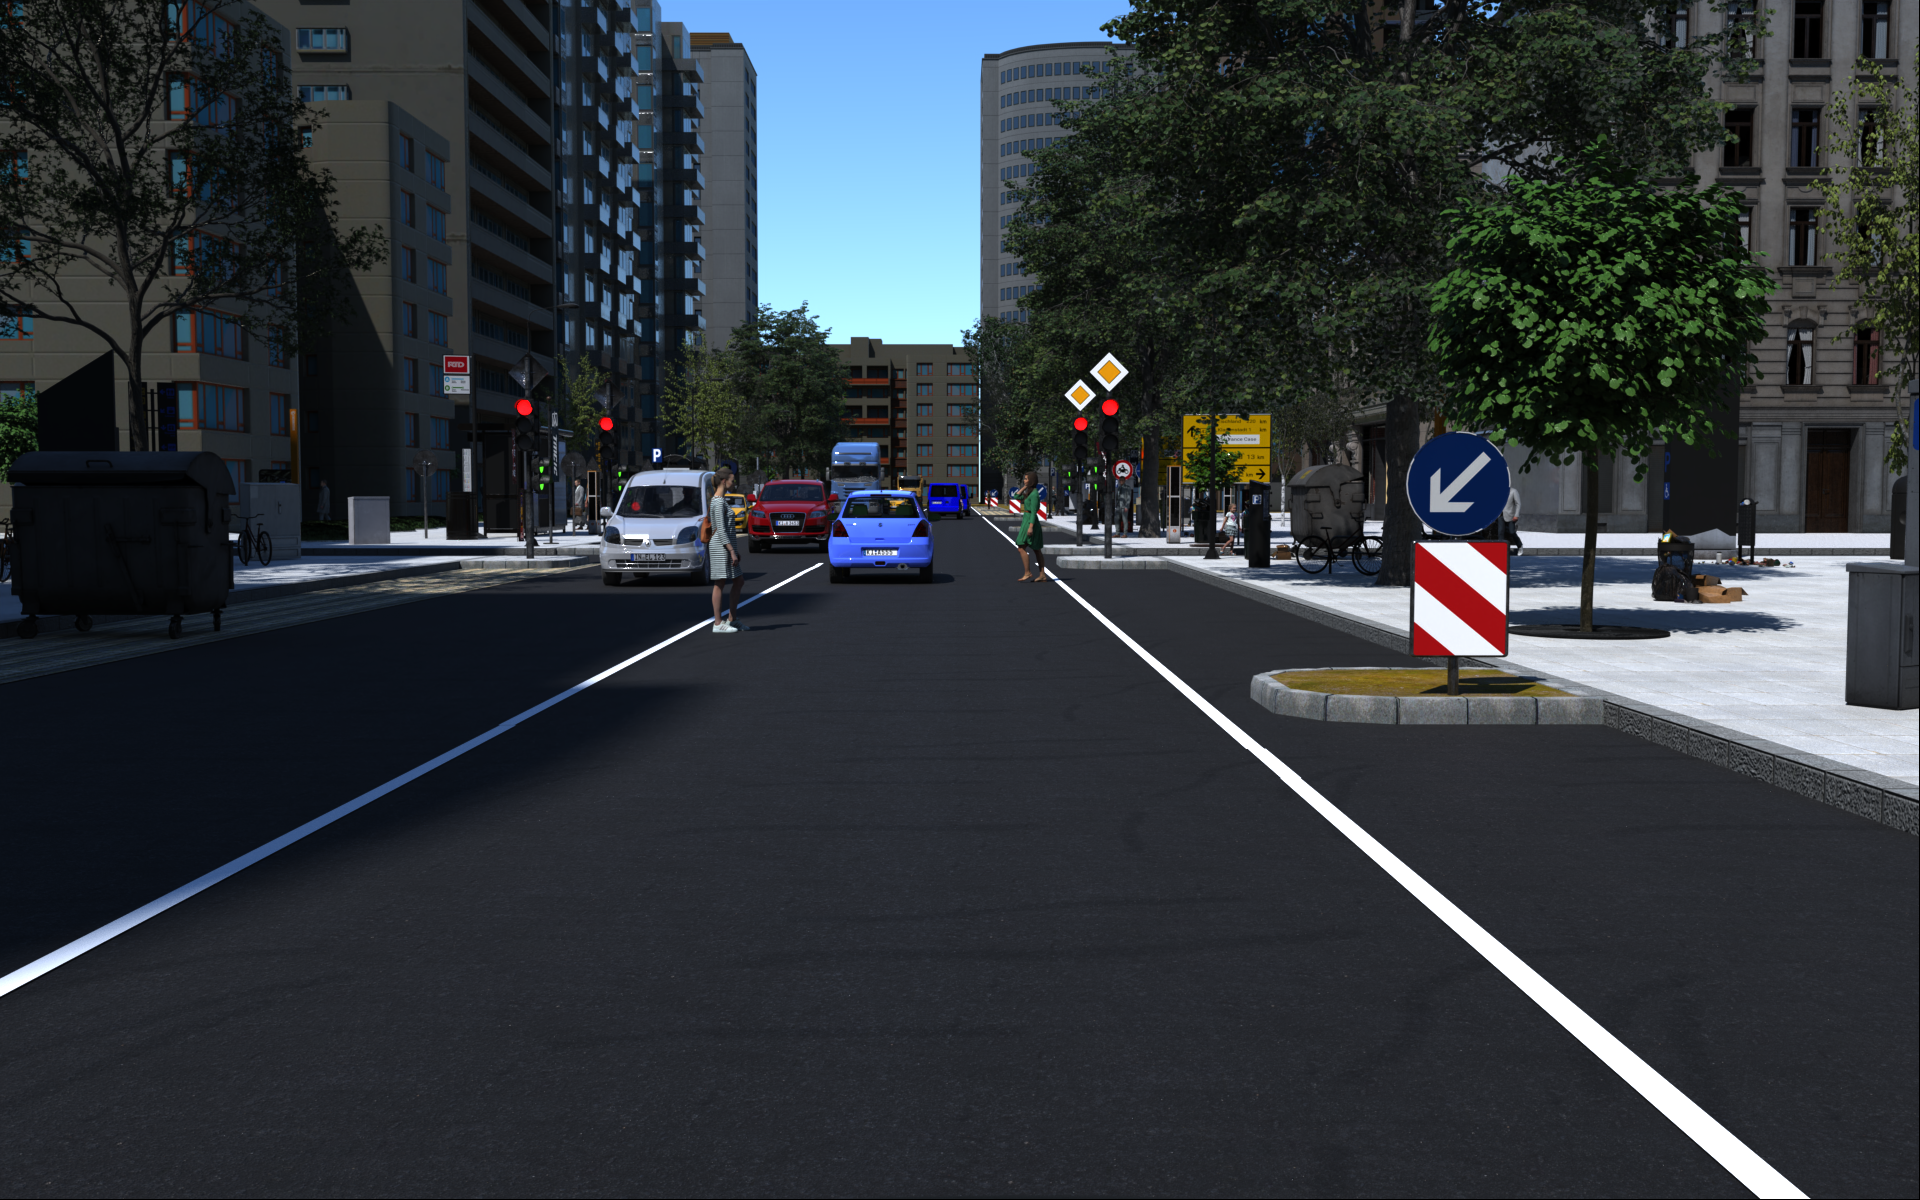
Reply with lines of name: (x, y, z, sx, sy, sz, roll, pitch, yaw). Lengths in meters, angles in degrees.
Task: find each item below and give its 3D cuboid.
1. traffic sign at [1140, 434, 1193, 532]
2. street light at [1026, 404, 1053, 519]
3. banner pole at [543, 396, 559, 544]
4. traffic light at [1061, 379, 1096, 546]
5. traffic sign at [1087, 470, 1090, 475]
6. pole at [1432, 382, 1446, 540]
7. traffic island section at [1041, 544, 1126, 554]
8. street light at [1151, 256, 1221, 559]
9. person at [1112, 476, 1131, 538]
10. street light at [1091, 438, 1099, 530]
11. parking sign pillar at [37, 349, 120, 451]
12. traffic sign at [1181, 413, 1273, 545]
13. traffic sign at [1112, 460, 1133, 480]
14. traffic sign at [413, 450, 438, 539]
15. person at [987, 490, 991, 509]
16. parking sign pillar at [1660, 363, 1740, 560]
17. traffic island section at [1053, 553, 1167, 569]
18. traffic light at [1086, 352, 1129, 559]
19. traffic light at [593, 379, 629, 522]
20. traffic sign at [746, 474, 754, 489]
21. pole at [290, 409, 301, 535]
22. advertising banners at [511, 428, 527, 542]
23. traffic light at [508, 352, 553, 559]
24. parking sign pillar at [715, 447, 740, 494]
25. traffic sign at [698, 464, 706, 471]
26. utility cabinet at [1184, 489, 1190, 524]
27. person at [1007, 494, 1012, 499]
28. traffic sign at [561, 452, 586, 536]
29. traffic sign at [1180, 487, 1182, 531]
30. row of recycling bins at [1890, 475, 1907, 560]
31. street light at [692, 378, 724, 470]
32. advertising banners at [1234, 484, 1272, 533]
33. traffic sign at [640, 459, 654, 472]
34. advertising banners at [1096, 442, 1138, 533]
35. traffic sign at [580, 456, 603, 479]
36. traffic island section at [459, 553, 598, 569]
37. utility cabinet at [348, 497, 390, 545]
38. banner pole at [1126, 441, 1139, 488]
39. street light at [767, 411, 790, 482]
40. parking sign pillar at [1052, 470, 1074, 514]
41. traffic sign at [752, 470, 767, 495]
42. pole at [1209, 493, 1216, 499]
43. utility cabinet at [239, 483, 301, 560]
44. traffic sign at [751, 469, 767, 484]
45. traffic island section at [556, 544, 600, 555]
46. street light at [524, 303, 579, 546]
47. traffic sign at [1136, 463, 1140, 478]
traffic sign: (7.192, -3.941, 58.304, 2.265, 3.308, 0.079, 1, 4, 9)
street light: (4.117, -7.168, 89.745, 1.470, 5.913, 1.316, 0, 4, 0)
banner pole: (-10.382, -3.314, 44.208, 0.401, 3.779, 0.863, -2, 4, -34)
traffic light: (2.912, -3.268, 42.360, 0.839, 4.253, 0.868, 0, 4, 0)
traffic sign: (6.608, -5.194, 85.020, 0.768, 2.556, 0.104, 0, 4, 3)
pole: (8.790, -2.319, 31.754, 0.158, 3.312, 0.155, 0, 3, 0)
traffic island section: (2.952, -1.235, 42.474, 2.009, 0.180, 2.903, 0, 4, 0)
street light: (4.433, -3.759, 34.003, 1.470, 5.913, 1.316, 0, 4, 0)
person: (4.742, -2.719, 50.600, 0.391, 1.810, 0.635, -3, 5, -44)
street light: (4.355, -5.509, 62.616, 1.470, 5.913, 1.316, 0, 4, 0)
parking sign pillar: (-16.414, -2.680, 32.295, 1.447, 3.967, 1.447, -1, 4, -15)
traffic sign: (6.712, -3.046, 43.678, 2.265, 3.308, 0.079, 0, 4, 7)
traffic sign: (6.018, -3.917, 64.143, 0.768, 2.556, 0.104, 0, 4, 1)
traffic sign: (-15.416, -3.048, 49.944, 0.768, 2.556, 0.104, 1, 4, 9)
person: (2.611, -9.207, 159.127, 0.705, 1.812, 1.348, 0, 4, 3)
parking sign pillar: (14.723, -2.810, 34.410, 1.447, 3.967, 1.447, 0, 4, 5)
traffic island section: (2.971, -0.747, 34.489, 2.009, 0.180, 2.903, 0, 4, 0)
traffic light: (2.931, -2.780, 34.375, 0.839, 4.253, 0.868, 0, 4, 0)
traffic light: (-8.549, -3.266, 42.318, 0.839, 4.253, 0.868, 0, 4, 0)
traffic sign: (-12.935, -6.598, 107.976, 0.768, 2.556, 0.104, 0, 4, 3)
pole: (-15.984, -2.924, 41.644, 0.158, 3.312, 0.155, 0, 3, 0)
advertising banners: (-11.932, -3.111, 47.056, 0.090, 3.025, 2.074, 0, 4, -1)
traffic light: (-8.530, -2.778, 34.333, 0.839, 4.253, 0.868, 0, 4, 0)
parking sign pillar: (-13.026, -6.640, 97.041, 1.447, 3.967, 1.447, -1, 4, -16)
traffic sign: (-11.012, -4.518, 73.865, 0.884, 2.594, 0.081, 1, 4, 9)
utility cabinet: (9.305, -4.002, 74.107, 1.173, 1.500, 0.318, -2, 4, -35)
person: (5.027, -9.774, 165.939, 1.348, 1.812, 0.705, 3, 4, 36)
traffic sign: (-11.724, -3.207, 52.541, 0.768, 2.556, 0.104, 0, 4, 2)
traffic sign: (7.729, -3.704, 60.665, 0.768, 2.556, 0.104, 0, 4, 2)
row of recycling bins: (20.061, -1.651, 34.112, 3.534, 1.692, 1.069, -1, 4, -11)
street light: (-10.157, -5.926, 69.430, 1.470, 5.913, 1.316, 0, 4, 0)
advertising banners: (9.409, -3.691, 56.534, 0.090, 3.025, 2.074, -3, 4, -36)
traffic sign: (-11.523, -3.910, 63.938, 0.884, 2.594, 0.081, 0, 4, 1)
advertising banners: (5.549, -3.756, 57.597, 2.074, 3.025, 0.090, 1, 4, 11)
traffic sign: (-12.668, -3.651, 59.690, 0.884, 2.594, 0.081, 1, 4, 8)
traffic island section: (-8.571, -0.745, 34.468, 2.009, 0.180, 2.903, 0, 4, 0)
utility cabinet: (-15.114, -2.027, 44.303, 0.306, 1.237, 1.020, 3, 5, 40)
banner pole: (8.042, -5.591, 81.427, 0.863, 3.779, 0.401, 3, 4, 37)
street light: (-10.154, -7.578, 96.442, 1.470, 5.913, 1.316, 0, 4, 0)
parking sign pillar: (6.540, -7.427, 109.909, 1.447, 3.967, 1.447, -1, 4, -15)
traffic sign: (-10.436, -5.500, 90.037, 0.768, 2.556, 0.104, 0, 4, 8)
pole: (8.325, -3.864, 57.013, 0.158, 3.312, 0.155, 0, 3, 0)
utility cabinet: (-13.366, -1.524, 33.602, 0.318, 1.500, 1.173, 2, 4, 28)
traffic sign: (-10.496, -5.540, 90.585, 0.884, 2.594, 0.081, 0, 4, 2)
traffic island section: (-8.589, -1.234, 42.453, 2.009, 0.180, 2.903, 0, 4, 0)
street light: (-9.970, -4.270, 42.351, 1.470, 5.913, 1.316, 0, 4, 0)
traffic sign: (7.000, -3.985, 65.262, 0.768, 2.556, 0.104, 0, 4, 7)
